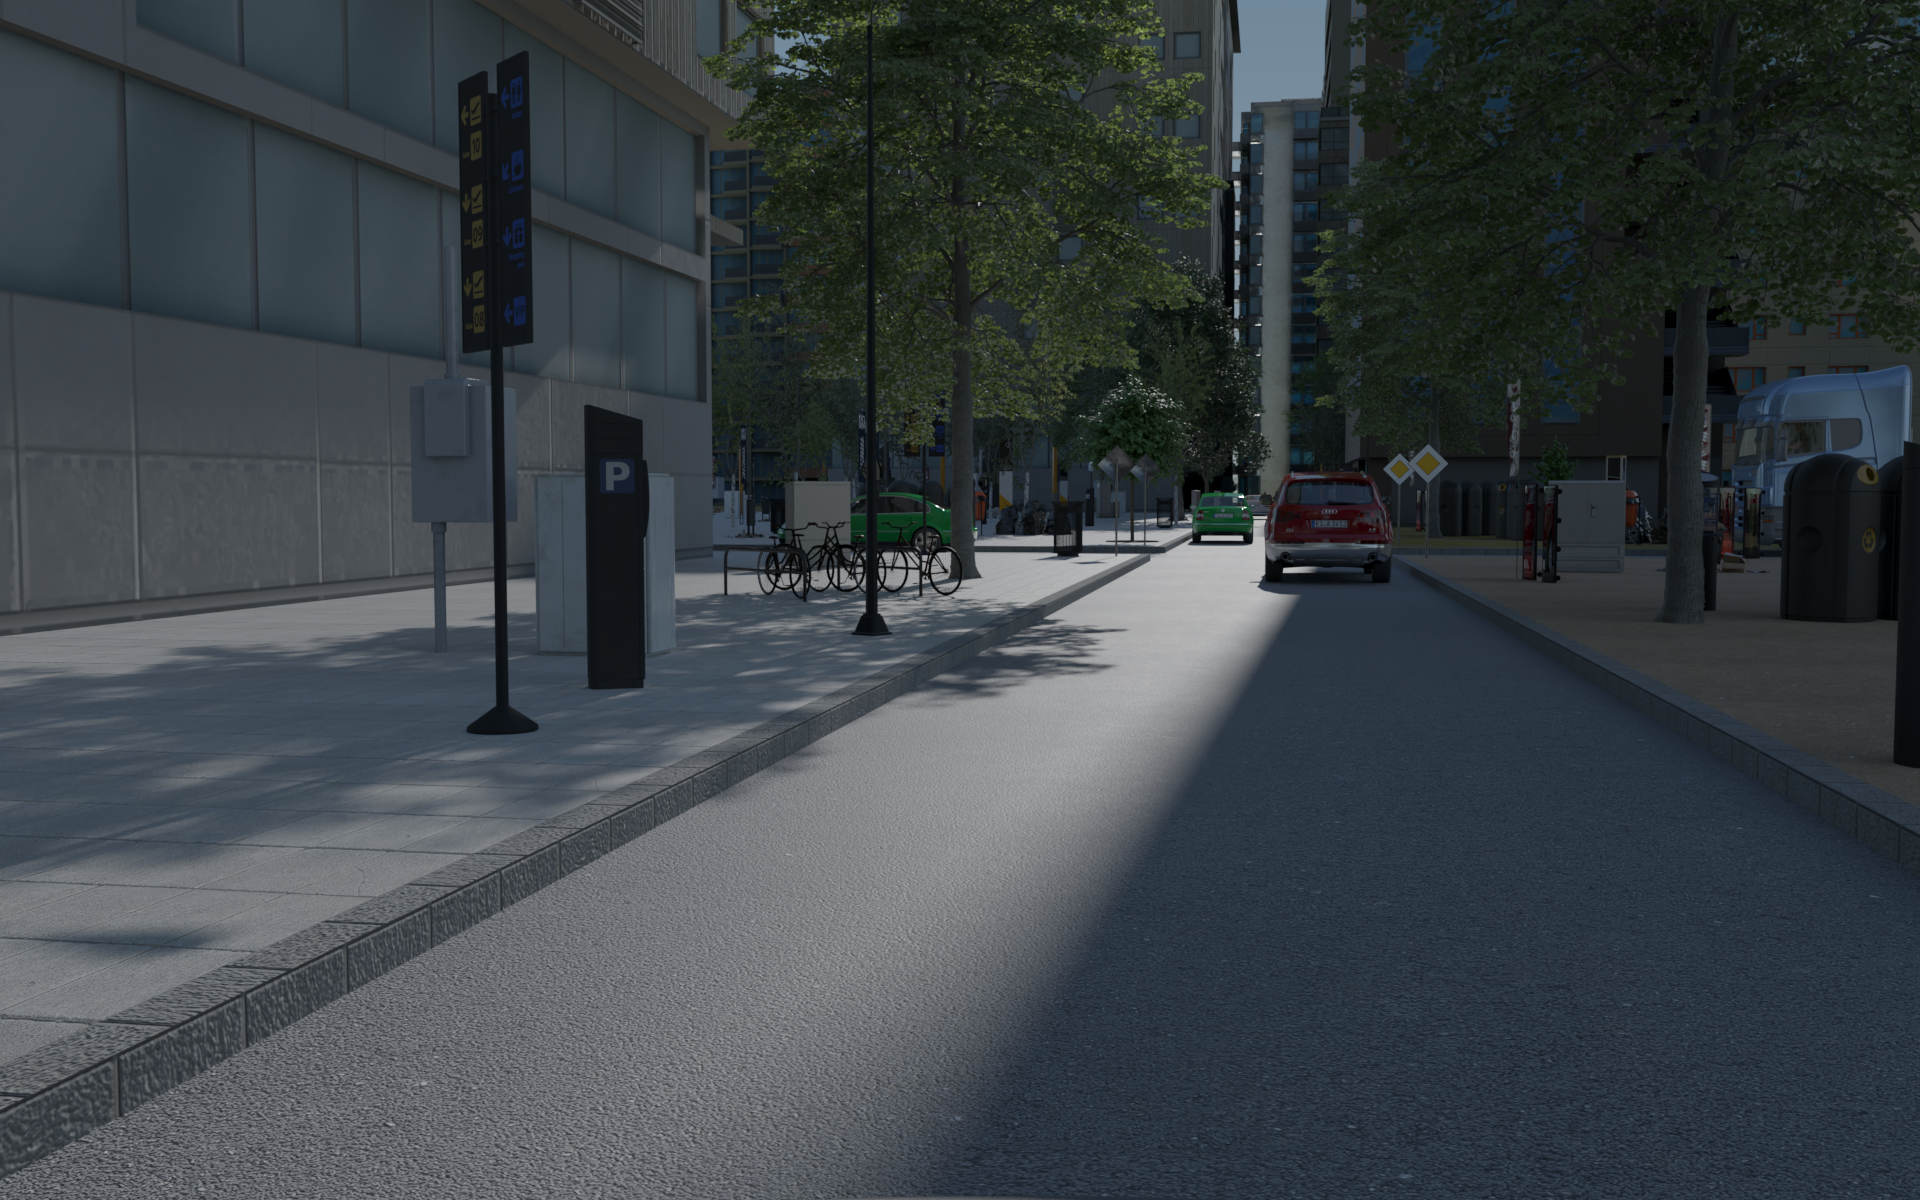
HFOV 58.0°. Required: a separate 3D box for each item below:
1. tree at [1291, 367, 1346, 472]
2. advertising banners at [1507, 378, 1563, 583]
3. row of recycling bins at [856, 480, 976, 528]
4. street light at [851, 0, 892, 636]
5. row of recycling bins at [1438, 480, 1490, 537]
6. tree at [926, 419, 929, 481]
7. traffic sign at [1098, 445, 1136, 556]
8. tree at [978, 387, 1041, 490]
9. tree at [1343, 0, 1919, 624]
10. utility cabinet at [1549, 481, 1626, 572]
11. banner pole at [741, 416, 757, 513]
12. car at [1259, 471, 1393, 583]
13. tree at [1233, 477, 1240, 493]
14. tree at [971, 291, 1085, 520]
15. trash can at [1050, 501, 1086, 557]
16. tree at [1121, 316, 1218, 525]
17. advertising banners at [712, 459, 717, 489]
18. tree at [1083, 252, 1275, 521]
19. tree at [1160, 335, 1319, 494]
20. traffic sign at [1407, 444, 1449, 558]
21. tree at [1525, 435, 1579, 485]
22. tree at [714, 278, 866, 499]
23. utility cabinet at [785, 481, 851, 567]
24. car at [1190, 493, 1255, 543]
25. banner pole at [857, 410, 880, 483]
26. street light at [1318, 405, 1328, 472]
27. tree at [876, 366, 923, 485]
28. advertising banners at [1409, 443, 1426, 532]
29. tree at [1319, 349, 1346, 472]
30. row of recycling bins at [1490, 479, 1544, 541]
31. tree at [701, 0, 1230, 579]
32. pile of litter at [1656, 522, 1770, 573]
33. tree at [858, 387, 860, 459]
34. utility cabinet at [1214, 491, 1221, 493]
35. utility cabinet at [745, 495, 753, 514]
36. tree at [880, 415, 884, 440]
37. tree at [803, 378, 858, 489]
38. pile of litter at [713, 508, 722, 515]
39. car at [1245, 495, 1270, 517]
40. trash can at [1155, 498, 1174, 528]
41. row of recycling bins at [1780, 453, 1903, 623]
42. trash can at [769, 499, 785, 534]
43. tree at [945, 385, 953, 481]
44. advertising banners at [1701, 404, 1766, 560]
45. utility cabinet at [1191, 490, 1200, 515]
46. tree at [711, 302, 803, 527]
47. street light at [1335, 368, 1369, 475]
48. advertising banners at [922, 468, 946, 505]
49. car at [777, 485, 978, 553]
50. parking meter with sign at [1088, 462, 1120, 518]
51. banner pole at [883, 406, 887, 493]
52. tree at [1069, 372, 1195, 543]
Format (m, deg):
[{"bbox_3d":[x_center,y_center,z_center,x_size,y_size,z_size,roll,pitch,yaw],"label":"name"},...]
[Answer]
[{"bbox_3d":[21.438,-9.102,99.177,4.360,8.622,3.978,0,3,0],"label":"tree"},{"bbox_3d":[8.507,-1.808,25.755,0.090,3.025,2.074,0,4,-3],"label":"advertising banners"},{"bbox_3d":[-1.289,-2.686,51.033,3.534,1.692,1.069,-1,4,-9],"label":"row of recycling bins"},{"bbox_3d":[-0.274,-2.630,15.535,1.470,5.913,1.316,1,4,10],"label":"street light"},{"bbox_3d":[15.892,-2.828,53.345,3.534,1.692,1.069,-3,4,-37],"label":"row of recycling bins"},{"bbox_3d":[-3.085,-8.783,93.963,4.360,8.622,3.978,0,3,0],"label":"tree"},{"bbox_3d":[3.226,-1.958,35.657,0.795,2.450,0.064,1,4,10],"label":"traffic sign"},{"bbox_3d":[3.230,-10.228,117.595,4.737,8.622,4.395,0,3,0],"label":"tree"},{"bbox_3d":[7.635,-6.037,16.831,7.486,12.596,7.792,0,3,0],"label":"tree"},{"bbox_3d":[10.263,-1.206,28.390,1.173,1.500,0.318,1,4,15],"label":"utility cabinet"},{"bbox_3d":[-6.844,-3.993,55.303,0.401,3.779,0.863,1,4,15],"label":"banner pole"},{"bbox_3d":[6.266,-1.284,29.659,2.281,1.827,5.304,1,4,11],"label":"car"},{"bbox_3d":[25.543,-10.344,163.718,1.663,3.219,1.824,0,3,0],"label":"tree"},{"bbox_3d":[2.232,-6.620,58.605,4.360,8.622,3.978,0,3,0],"label":"tree"},{"bbox_3d":[2.228,-1.471,35.708,0.748,1.137,0.748,0,3,0],"label":"trash can"},{"bbox_3d":[8.659,-7.369,70.849,4.737,8.622,4.395,0,3,0],"label":"tree"},{"bbox_3d":[-13.081,-5.501,86.124,2.074,3.025,0.090,1,4,8],"label":"advertising banners"},{"bbox_3d":[10.314,-10.122,82.496,9.611,12.733,9.660,0,3,0],"label":"tree"},{"bbox_3d":[15.969,-11.406,112.244,9.928,11.665,9.643,0,3,0],"label":"tree"},{"bbox_3d":[9.317,-1.889,34.534,0.795,2.450,0.064,1,4,10],"label":"traffic sign"},{"bbox_3d":[19.196,-3.768,56.202,1.663,3.219,1.824,0,3,0],"label":"tree"},{"bbox_3d":[-5.777,-6.598,58.237,4.360,8.622,3.978,0,3,0],"label":"tree"},{"bbox_3d":[-2.501,-1.332,30.460,1.173,1.500,0.318,-3,4,-37],"label":"utility cabinet"},{"bbox_3d":[7.847,-2.627,51.746,1.959,1.807,4.718,1,4,8],"label":"car"},{"bbox_3d":[-2.532,-3.423,45.989,0.401,3.779,0.863,1,4,22],"label":"banner pole"},{"bbox_3d":[19.190,-7.160,89.611,1.470,5.913,1.316,1,4,10],"label":"street light"},{"bbox_3d":[-4.579,-7.473,72.548,4.360,8.622,3.978,0,3,0],"label":"tree"},{"bbox_3d":[15.689,-3.848,59.108,0.090,3.025,2.074,0,4,-6],"label":"advertising banners"},{"bbox_3d":[26.376,-11.960,121.303,9.928,11.665,9.643,0,3,0],"label":"tree"},{"bbox_3d":[15.891,-2.558,48.944,1.069,1.692,3.534,1,4,8],"label":"row of recycling bins"},{"bbox_3d":[0.064,-6.573,25.596,7.486,12.596,7.792,0,3,0],"label":"tree"},{"bbox_3d":[12.423,-0.890,28.512,1.719,0.858,1.176,2,4,30],"label":"pile of litter"},{"bbox_3d":[-8.427,-9.316,102.673,4.737,8.622,4.395,0,3,0],"label":"tree"},{"bbox_3d":[17.196,-6.543,115.650,0.318,1.500,1.173,0,4,1],"label":"utility cabinet"},{"bbox_3d":[-13.698,-6.076,110.506,1.020,1.237,0.306,3,4,36],"label":"utility cabinet"},{"bbox_3d":[-7.011,-9.880,111.902,4.737,8.622,4.395,0,3,0],"label":"tree"},{"bbox_3d":[-8.783,-8.975,97.097,4.737,8.622,4.395,0,3,0],"label":"tree"},{"bbox_3d":[-16.775,-6.364,118.022,1.176,0.858,1.719,2,4,33],"label":"pile of litter"},{"bbox_3d":[16.918,-5.273,98.578,2.083,1.381,4.827,1,4,12],"label":"car"},{"bbox_3d":[7.678,-3.259,64.940,0.748,1.137,0.748,0,3,0],"label":"trash can"},{"bbox_3d":[10.185,-0.647,17.698,3.534,1.692,1.069,0,4,-2],"label":"row of recycling bins"},{"bbox_3d":[-5.783,-2.687,55.582,0.748,1.137,0.748,0,3,0],"label":"trash can"},{"bbox_3d":[1.425,-8.249,85.232,4.360,8.622,3.978,0,3,0],"label":"tree"},{"bbox_3d":[15.025,-2.307,33.900,2.074,3.025,0.090,-2,4,-26],"label":"advertising banners"},{"bbox_3d":[13.999,-5.750,102.684,0.318,1.500,1.173,1,4,19],"label":"utility cabinet"},{"bbox_3d":[-8.760,-7.114,66.679,4.737,8.622,4.395,0,3,0],"label":"tree"},{"bbox_3d":[14.374,-5.556,63.382,1.470,5.913,1.316,1,4,10],"label":"street light"},{"bbox_3d":[-1.567,-7.375,116.768,2.074,3.025,0.090,-1,4,-8],"label":"advertising banners"},{"bbox_3d":[-1.956,-1.957,40.788,4.718,1.807,1.959,1,4,10],"label":"car"},{"bbox_3d":[7.616,-5.824,91.482,1.738,3.016,0.543,-2,4,-29],"label":"parking meter with sign"},{"bbox_3d":[-2.347,-3.609,49.020,0.863,3.779,0.401,0,4,2],"label":"banner pole"},{"bbox_3d":[4.699,-3.826,46.264,4.285,4.588,4.351,0,3,0],"label":"tree"}]
